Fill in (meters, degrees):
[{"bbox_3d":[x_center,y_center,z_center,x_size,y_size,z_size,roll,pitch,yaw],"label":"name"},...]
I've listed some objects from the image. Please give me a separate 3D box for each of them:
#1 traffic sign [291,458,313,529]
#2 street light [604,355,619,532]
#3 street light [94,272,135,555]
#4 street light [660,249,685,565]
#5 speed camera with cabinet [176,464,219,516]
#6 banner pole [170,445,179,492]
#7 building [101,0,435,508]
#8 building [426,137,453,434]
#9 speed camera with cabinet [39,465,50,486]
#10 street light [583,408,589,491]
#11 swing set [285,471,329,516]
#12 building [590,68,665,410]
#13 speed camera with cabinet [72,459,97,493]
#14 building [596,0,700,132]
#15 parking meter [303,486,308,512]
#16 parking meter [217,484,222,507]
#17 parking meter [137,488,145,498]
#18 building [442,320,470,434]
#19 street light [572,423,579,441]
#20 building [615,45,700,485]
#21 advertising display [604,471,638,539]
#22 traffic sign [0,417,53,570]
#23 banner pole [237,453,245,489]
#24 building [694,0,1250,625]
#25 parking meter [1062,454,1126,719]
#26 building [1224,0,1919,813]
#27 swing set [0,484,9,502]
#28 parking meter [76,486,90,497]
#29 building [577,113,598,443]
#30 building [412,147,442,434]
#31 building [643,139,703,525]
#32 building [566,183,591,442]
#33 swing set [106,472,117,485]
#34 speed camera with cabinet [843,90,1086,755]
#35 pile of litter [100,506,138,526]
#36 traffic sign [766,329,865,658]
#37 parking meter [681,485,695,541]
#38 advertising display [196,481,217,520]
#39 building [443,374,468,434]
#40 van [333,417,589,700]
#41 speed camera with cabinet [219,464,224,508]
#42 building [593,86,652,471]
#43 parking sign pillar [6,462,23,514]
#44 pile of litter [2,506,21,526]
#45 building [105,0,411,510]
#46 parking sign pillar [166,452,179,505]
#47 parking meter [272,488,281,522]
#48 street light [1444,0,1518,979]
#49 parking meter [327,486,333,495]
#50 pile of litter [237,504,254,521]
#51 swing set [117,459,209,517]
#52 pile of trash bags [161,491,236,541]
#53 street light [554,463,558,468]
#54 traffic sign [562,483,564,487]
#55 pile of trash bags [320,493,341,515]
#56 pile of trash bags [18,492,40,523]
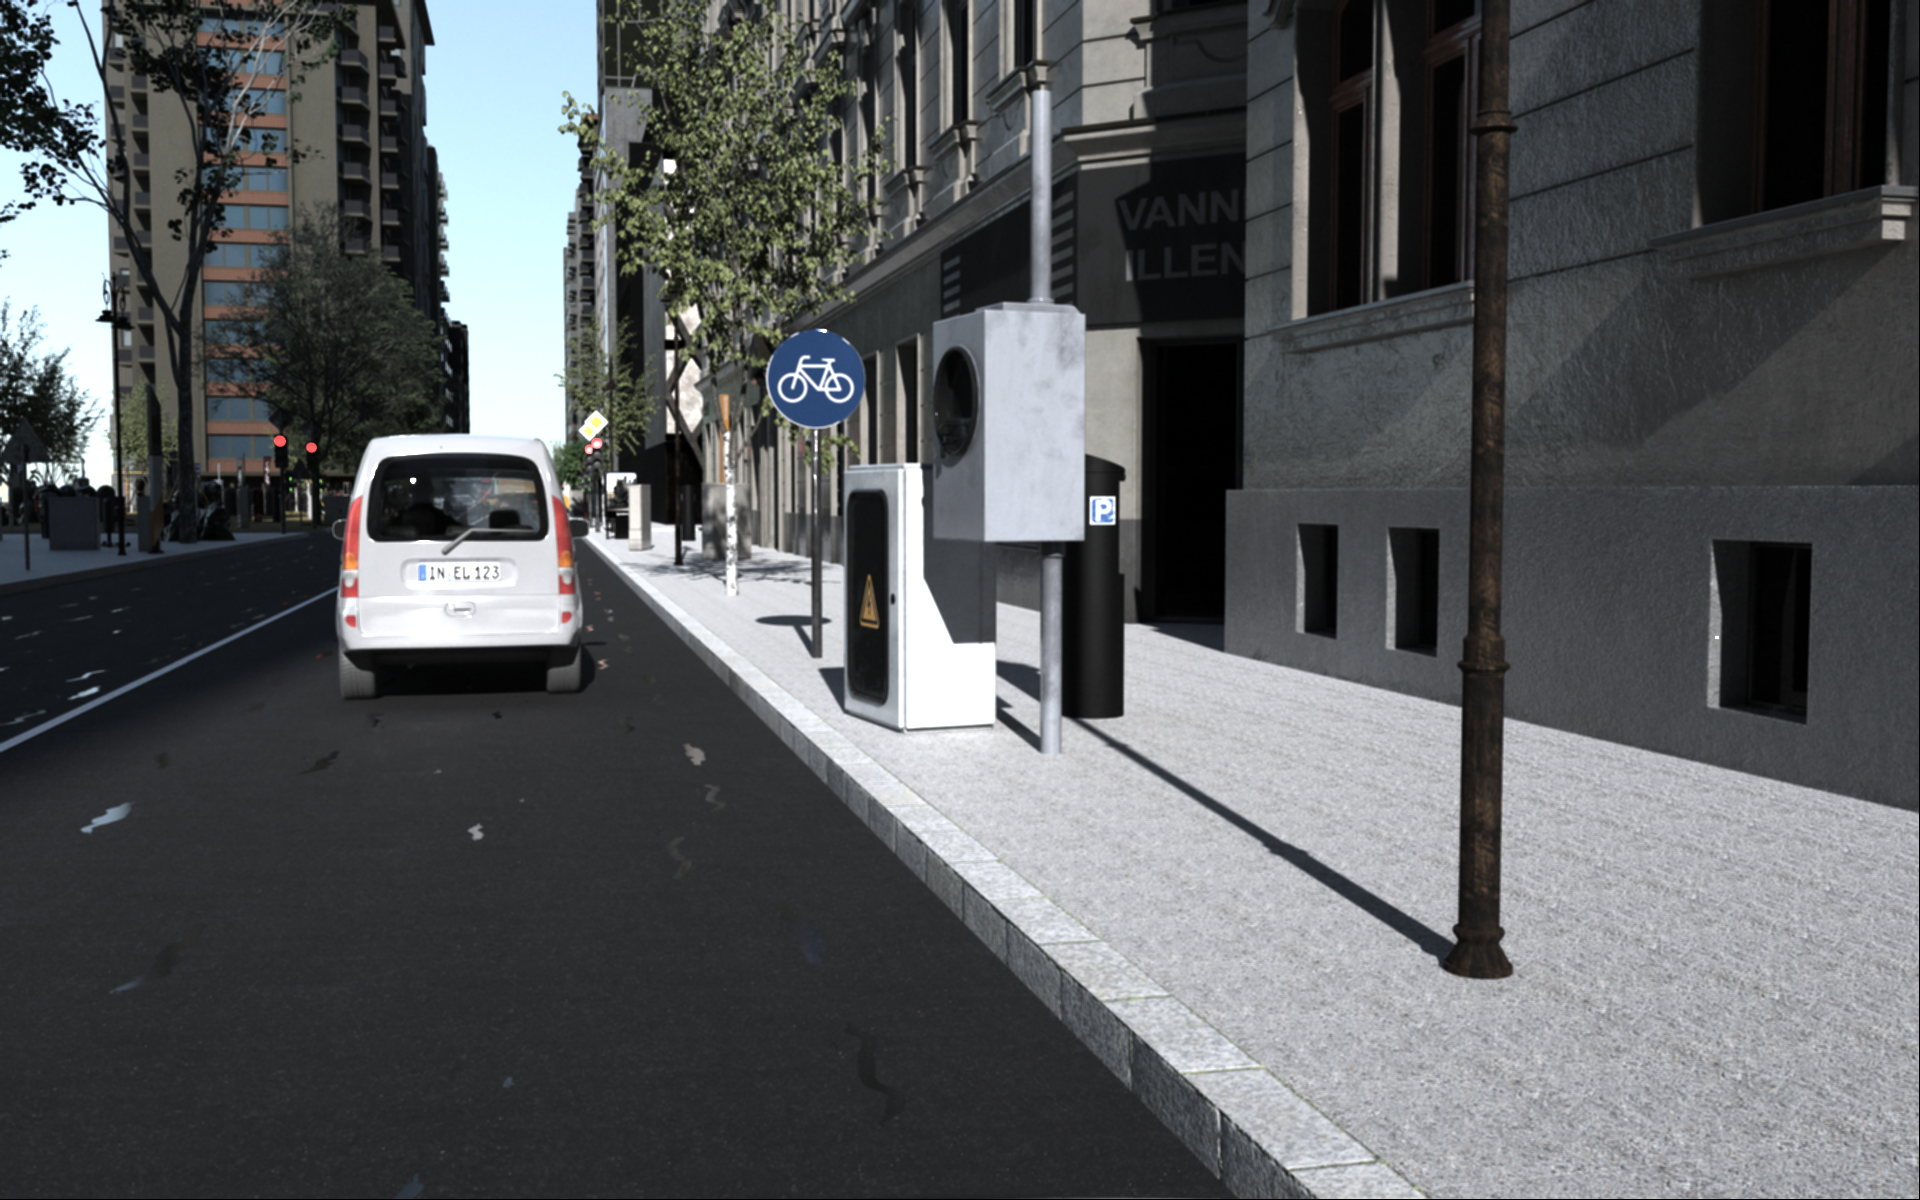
[{"bbox_3d":[-23.869,-3.833,62.677,0.884,2.594,0.081,-1,4,-11],"label":"traffic sign"},{"bbox_3d":[-11.624,-5.199,57.790,0.468,5.910,1.993,-1,4,-14],"label":"street light"},{"bbox_3d":[-17.592,-3.877,36.184,0.468,5.910,1.993,-1,4,-14],"label":"street light"},{"bbox_3d":[-5.085,-3.567,31.114,0.468,5.910,1.993,-1,4,-14],"label":"street light"},{"bbox_3d":[-43.914,-6.431,99.488,2.038,3.252,0.660,0,4,-3],"label":"speed camera with cabinet"},{"bbox_3d":[-41.008,-6.154,90.642,0.401,3.779,0.863,1,4,22],"label":"banner pole"},{"bbox_3d":[-67.974,-35.768,174.038,28.713,52.752,27.495,-1,4,-14],"label":"building"},{"bbox_3d":[-79.797,-37.384,230.833,23.786,49.044,30.456,-1,4,-14],"label":"building"},{"bbox_3d":[-61.985,-7.601,118.606,2.038,3.252,0.660,1,4,11],"label":"speed camera with cabinet"},{"bbox_3d":[-18.217,-6.863,85.000,0.468,5.910,1.993,-1,4,-14],"label":"street light"},{"bbox_3d":[-38.375,-6.392,102.133,2.862,2.851,3.119,0,4,-8],"label":"swing set"},{"bbox_3d":[-16.851,-28.304,154.647,32.217,40.220,23.993,-1,4,-14],"label":"building"},{"bbox_3d":[-48.997,-6.319,97.652,0.660,3.252,2.038,1,4,20],"label":"speed camera with cabinet"},{"bbox_3d":[-27.877,-45.020,174.332,20.563,71.187,20.611,-1,4,-14],"label":"building"},{"bbox_3d":[-45.661,-7.040,120.807,0.255,1.863,0.399,-2,4,-34],"label":"parking meter"},{"bbox_3d":[-41.048,-5.511,95.810,0.255,1.863,0.399,1,4,16],"label":"parking meter"},{"bbox_3d":[-54.174,-6.660,114.607,0.399,1.863,0.255,1,4,9],"label":"parking meter"},{"bbox_3d":[-87.405,-31.219,282.129,14.160,30.474,14.107,-1,4,-14],"label":"building"},{"bbox_3d":[-24.702,-8.473,111.317,0.468,5.910,1.993,-1,4,-14],"label":"street light"},{"bbox_3d":[-12.148,-16.203,94.604,12.332,23.373,15.834,-1,4,-14],"label":"building"},{"bbox_3d":[-9.659,-2.700,49.362,0.974,1.923,0.123,-2,4,-33],"label":"advertising display"},{"bbox_3d":[-15.772,-1.787,29.229,0.884,2.594,0.081,0,4,-6],"label":"traffic sign"},{"bbox_3d":[-43.988,-7.099,106.085,0.863,3.779,0.401,2,4,28],"label":"banner pole"},{"bbox_3d":[4.317,-15.935,36.949,17.030,29.872,44.131,-1,4,-14],"label":"building"},{"bbox_3d":[0.765,-0.098,10.019,0.372,1.533,0.369,0,3,0],"label":"parking meter"},{"bbox_3d":[10.808,-13.236,3.801,14.401,28.519,23.554,-1,4,-14],"label":"building"},{"bbox_3d":[-64.686,-7.239,115.971,2.862,2.851,3.119,-1,4,-21],"label":"swing set"},{"bbox_3d":[-26.921,-2.740,53.210,0.372,1.533,0.369,0,3,0],"label":"parking meter"},{"bbox_3d":[-32.413,-33.323,199.451,22.147,44.769,28.867,-1,4,-14],"label":"building"},{"bbox_3d":[-66.715,-31.390,196.821,14.154,41.232,14.086,-1,4,-14],"label":"building"},{"bbox_3d":[-5.385,-12.920,78.697,16.811,18.784,16.820,-1,4,-14],"label":"building"},{"bbox_3d":[-49.062,-39.628,267.530,23.786,49.044,30.456,-1,4,-14],"label":"building"},{"bbox_3d":[-59.187,-7.710,123.670,3.119,2.851,2.862,-2,4,-27],"label":"swing set"},{"bbox_3d":[-0.038,-0.908,9.175,0.660,3.252,2.038,-1,4,-23],"label":"speed camera with cabinet"},{"bbox_3d":[-33.965,-3.441,70.218,1.719,0.858,1.176,-2,4,-23],"label":"pile of litter"},{"bbox_3d":[-1.119,-0.819,13.496,0.768,2.556,0.104,0,4,-5],"label":"traffic sign"},{"bbox_3d":[-7.463,-2.394,47.547,0.372,1.533,0.369,0,3,0],"label":"parking meter"},{"bbox_3d":[-36.255,-4.782,83.400,0.123,1.923,0.974,3,4,39],"label":"advertising display"},{"bbox_3d":[-88.791,-25.378,259.974,27.650,21.520,28.899,-1,4,-14],"label":"building"},{"bbox_3d":[-3.897,-0.402,13.578,2.013,2.044,4.112,-1,4,-15],"label":"van"},{"bbox_3d":[-48.012,-7.243,112.766,0.660,3.252,2.038,0,4,7],"label":"speed camera with cabinet"},{"bbox_3d":[-17.040,-17.965,111.742,12.078,24.808,19.932,-1,4,-14],"label":"building"},{"bbox_3d":[-58.711,-7.310,107.995,1.447,3.967,1.447,3,4,37],"label":"parking sign pillar"},{"bbox_3d":[-39.050,-3.443,70.261,1.719,0.858,1.176,-2,4,-32],"label":"pile of litter"},{"bbox_3d":[-58.888,-30.147,147.522,22.147,44.769,28.867,-1,4,-14],"label":"building"},{"bbox_3d":[-50.840,-7.581,112.420,1.447,3.967,1.447,1,4,17],"label":"parking sign pillar"},{"bbox_3d":[-30.944,-4.284,78.453,0.372,1.533,0.369,0,3,0],"label":"parking meter"},{"bbox_3d":[1.395,-1.939,4.486,0.468,5.910,1.993,-1,4,-14],"label":"street light"},{"bbox_3d":[-48.048,-7.731,132.118,0.255,1.863,0.399,3,4,38],"label":"parking meter"},{"bbox_3d":[-34.396,-4.268,83.751,1.176,0.858,1.719,0,4,0],"label":"pile of litter"},{"bbox_3d":[-35.536,-4.914,77.963,3.119,2.851,2.862,2,4,32],"label":"swing set"},{"bbox_3d":[-21.586,-2.371,48.512,1.912,1.369,3.447,-2,4,-33],"label":"pile of trash bags"},{"bbox_3d":[-49.545,-14.694,213.038,0.468,5.910,1.993,-1,4,-14],"label":"street light"},{"bbox_3d":[-31.023,-8.362,136.729,0.884,2.594,0.081,0,4,-6],"label":"traffic sign"},{"bbox_3d":[-38.415,-5.883,105.937,1.912,1.369,3.447,-2,4,-34],"label":"pile of trash bags"},{"bbox_3d":[-40.872,-4.111,76.975,1.912,1.369,3.447,-2,4,-27],"label":"pile of trash bags"}]
